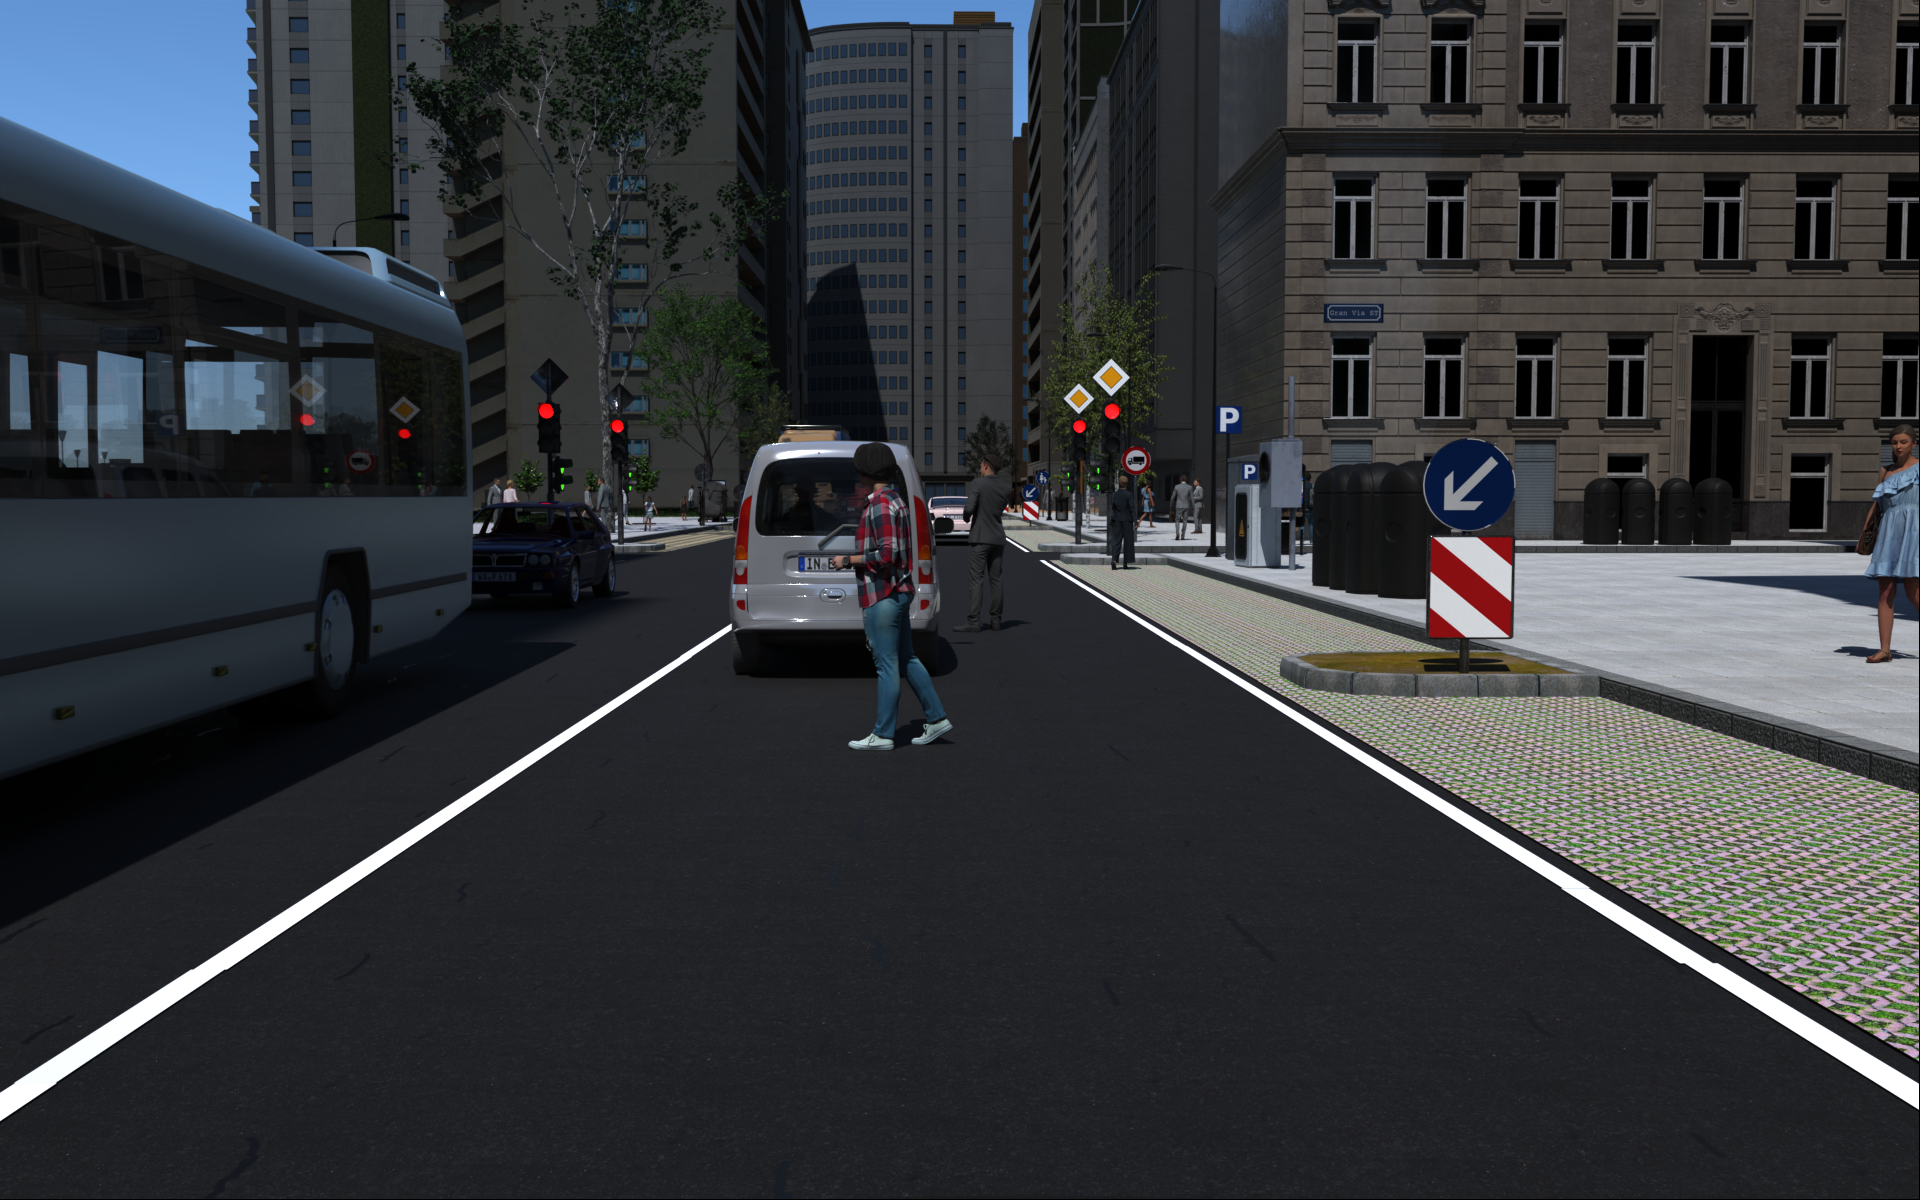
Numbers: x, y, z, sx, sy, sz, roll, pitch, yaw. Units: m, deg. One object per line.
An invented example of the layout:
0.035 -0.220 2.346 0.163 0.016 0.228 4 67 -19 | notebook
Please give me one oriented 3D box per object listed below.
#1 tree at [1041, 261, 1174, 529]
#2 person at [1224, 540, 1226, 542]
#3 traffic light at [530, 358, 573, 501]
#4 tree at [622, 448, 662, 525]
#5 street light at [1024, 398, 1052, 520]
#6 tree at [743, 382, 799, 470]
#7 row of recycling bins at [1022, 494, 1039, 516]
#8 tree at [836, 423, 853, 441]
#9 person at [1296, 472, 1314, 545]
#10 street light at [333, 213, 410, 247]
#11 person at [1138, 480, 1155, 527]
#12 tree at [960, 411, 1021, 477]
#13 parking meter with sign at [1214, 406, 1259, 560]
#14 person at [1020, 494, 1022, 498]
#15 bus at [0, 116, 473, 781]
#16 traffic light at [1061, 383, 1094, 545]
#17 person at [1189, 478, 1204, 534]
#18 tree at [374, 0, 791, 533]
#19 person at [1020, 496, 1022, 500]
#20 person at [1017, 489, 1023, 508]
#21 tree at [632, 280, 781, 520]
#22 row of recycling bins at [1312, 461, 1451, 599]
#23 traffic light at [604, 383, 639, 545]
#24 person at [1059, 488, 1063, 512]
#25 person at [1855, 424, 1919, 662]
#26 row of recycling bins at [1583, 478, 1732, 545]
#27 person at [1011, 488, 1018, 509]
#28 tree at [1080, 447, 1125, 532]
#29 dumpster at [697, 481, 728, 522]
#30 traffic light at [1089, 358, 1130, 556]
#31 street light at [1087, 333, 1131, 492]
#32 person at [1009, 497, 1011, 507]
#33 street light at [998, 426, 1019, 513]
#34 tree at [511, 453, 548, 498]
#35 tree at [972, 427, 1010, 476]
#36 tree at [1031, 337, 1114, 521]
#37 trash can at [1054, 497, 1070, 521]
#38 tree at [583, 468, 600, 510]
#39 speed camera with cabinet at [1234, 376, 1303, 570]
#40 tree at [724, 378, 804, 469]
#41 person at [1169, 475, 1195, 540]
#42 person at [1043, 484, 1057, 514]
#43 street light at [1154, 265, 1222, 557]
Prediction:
4.826 -6.344 54.090 4.737 8.622 4.395 0 3 0 | tree
7.424 -2.480 46.616 0.620 1.820 0.660 -3 5 -42 | person
-8.452 -2.866 35.778 0.839 4.253 0.868 0 4 -1 | traffic light
-13.321 -4.811 73.269 1.663 3.219 1.824 0 3 0 | tree
3.805 -6.823 84.098 1.470 5.913 1.316 0 4 -1 | street light
-12.610 -10.005 113.947 4.737 8.622 4.395 0 3 0 | tree
4.079 -5.656 99.581 1.069 1.692 3.534 0 4 2 | row of recycling bins
-12.853 -14.003 179.303 4.360 8.622 3.978 0 3 0 | tree
8.636 -2.283 43.363 0.794 1.824 0.713 1 4 22 | person
-9.791 -3.439 28.764 1.470 5.913 1.316 0 4 -1 | street light
7.163 -3.670 66.136 0.778 1.811 0.616 -1 4 -22 | person
3.484 -16.004 196.083 7.601 10.594 8.767 0 4 5 | tree
5.466 -2.279 33.515 0.543 3.016 1.738 -1 4 -11 | parking meter with sign
4.789 -7.265 124.959 1.348 1.807 0.705 3 5 40 | person
-5.048 -0.791 7.790 2.948 3.499 13.247 0 4 -3 | bus
2.987 -3.366 43.952 0.839 4.253 0.868 0 4 -1 | traffic light
7.646 -3.065 56.356 0.583 1.804 0.606 -1 4 -13 | person
-11.796 -12.173 54.914 12.611 20.169 13.585 0 3 0 | tree
5.670 -8.867 151.576 0.990 1.755 0.434 3 4 39 | person
5.565 -9.288 158.425 1.217 1.766 0.721 -2 4 -35 | person
-12.366 -9.731 84.859 9.928 11.665 9.643 0 3 0 | tree
5.464 -0.959 22.792 1.069 1.692 3.534 0 4 -5 | row of recycling bins
-8.572 -3.354 43.762 0.839 4.253 0.868 0 4 -1 | traffic light
7.093 -7.082 122.552 0.721 1.735 1.217 -1 4 -10 | person
7.220 -0.437 13.290 0.778 1.811 0.616 -2 4 -26 | person
17.669 -2.247 43.848 3.534 1.692 1.069 0 4 8 | row of recycling bins
4.508 -8.629 147.096 0.705 1.831 1.348 3 4 36 | person
5.190 -3.991 59.846 1.663 3.219 1.824 0 3 0 | tree
-11.266 -4.468 78.812 1.264 1.857 1.865 0 4 -1 | dumpster
3.108 -2.878 35.968 0.839 4.253 0.868 0 4 -1 | traffic light
4.342 -4.735 49.965 1.470 5.913 1.316 0 4 -1 | street light
4.767 -9.723 165.937 0.541 1.710 0.530 -3 4 -36 | person
3.311 -8.965 119.112 1.470 5.913 1.316 0 4 -1 | street light
-20.495 -5.346 82.015 1.663 3.219 1.824 0 3 0 | tree
3.503 -14.615 189.320 4.360 8.622 3.978 0 3 0 | tree
5.338 -7.969 80.654 4.360 8.622 3.978 0 3 0 | tree
4.828 -4.306 82.061 0.748 1.137 0.748 0 3 0 | trash can
-24.734 -7.417 115.877 1.663 3.219 1.824 0 3 0 | tree
5.294 -2.172 29.841 0.660 3.252 2.038 0 4 -8 | speed camera with cabinet
-12.327 -9.549 106.495 4.360 8.622 3.978 0 3 0 | tree
6.177 -2.570 48.190 0.709 1.813 0.853 0 4 4 | person
4.472 -4.872 85.980 0.678 1.792 0.850 -1 4 -14 | person
4.634 -3.834 35.228 1.470 5.913 1.316 0 4 -1 | street light
